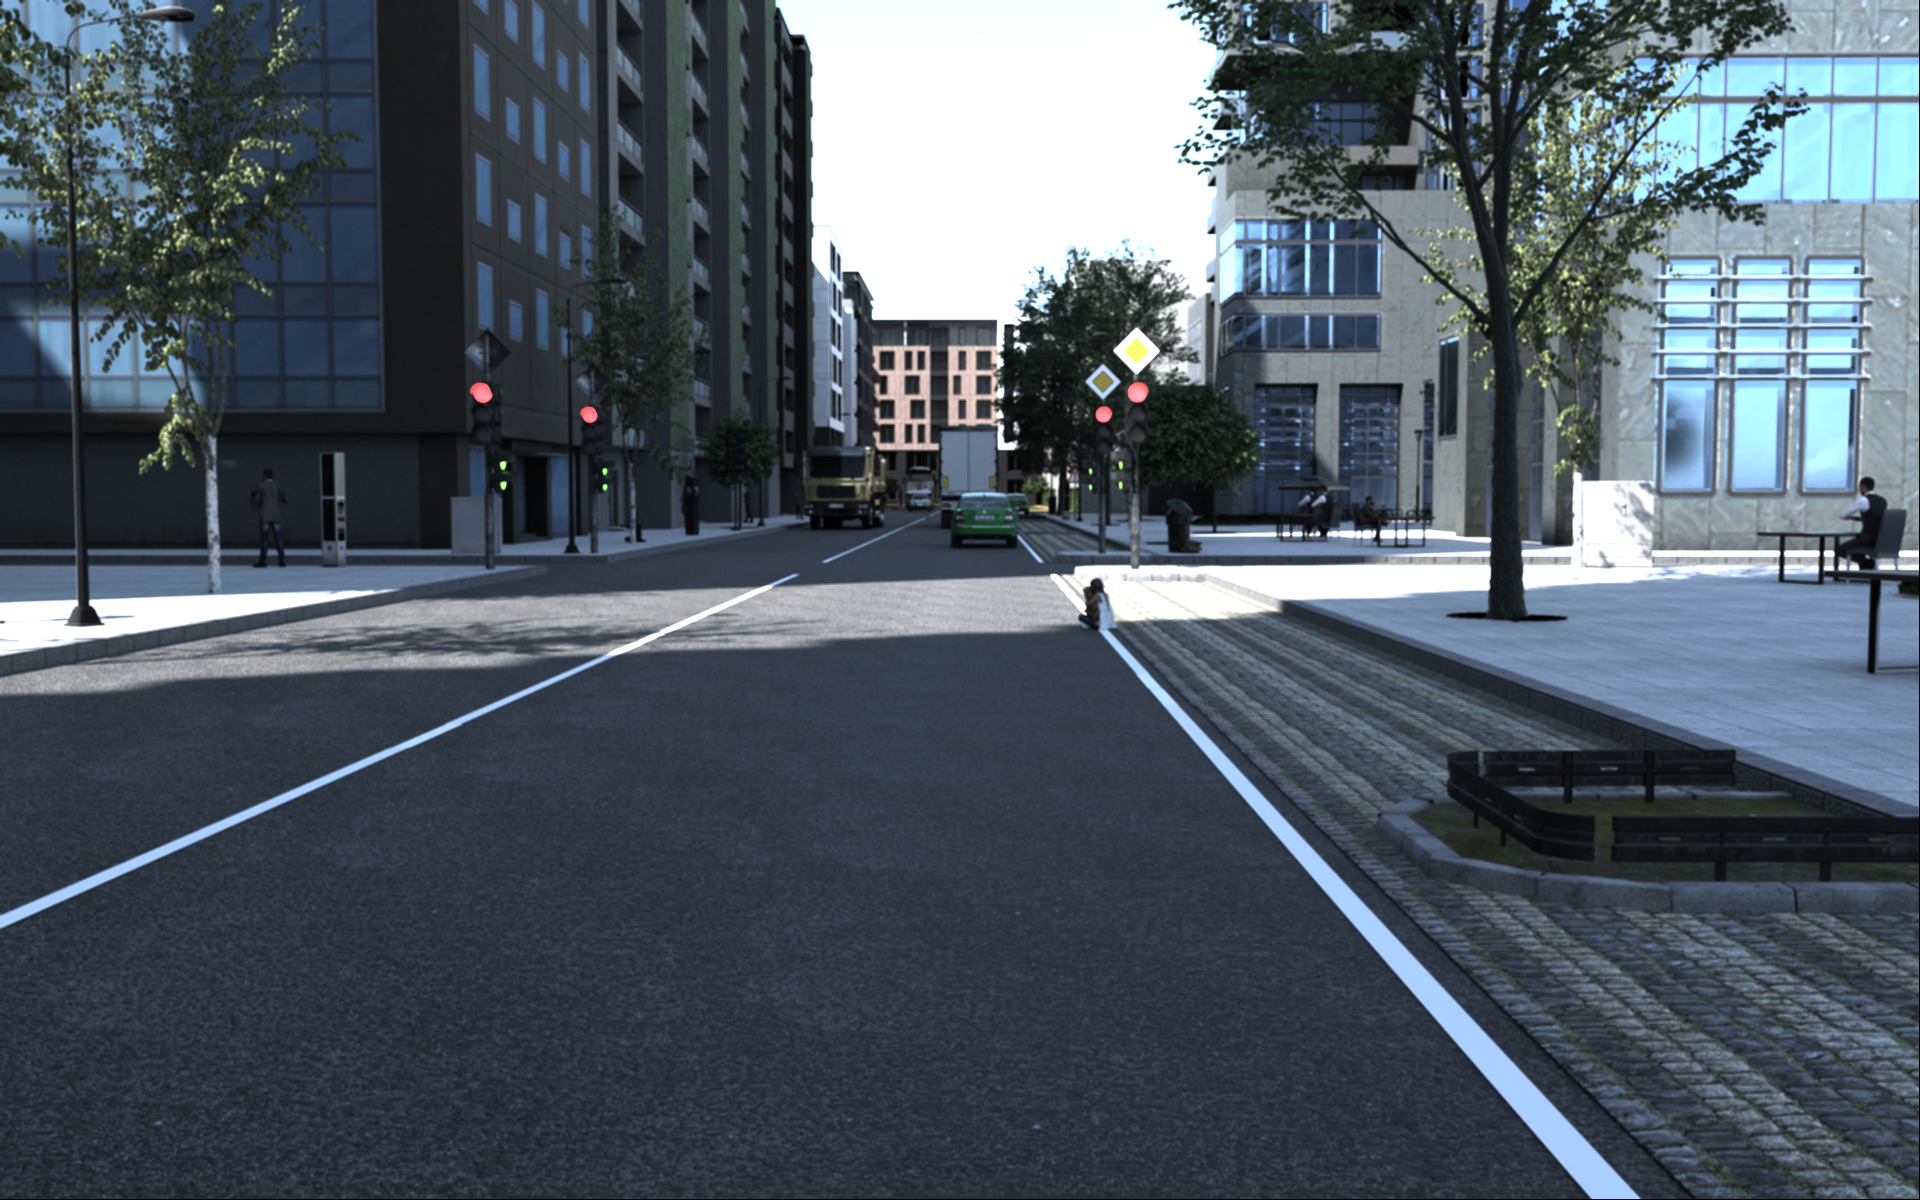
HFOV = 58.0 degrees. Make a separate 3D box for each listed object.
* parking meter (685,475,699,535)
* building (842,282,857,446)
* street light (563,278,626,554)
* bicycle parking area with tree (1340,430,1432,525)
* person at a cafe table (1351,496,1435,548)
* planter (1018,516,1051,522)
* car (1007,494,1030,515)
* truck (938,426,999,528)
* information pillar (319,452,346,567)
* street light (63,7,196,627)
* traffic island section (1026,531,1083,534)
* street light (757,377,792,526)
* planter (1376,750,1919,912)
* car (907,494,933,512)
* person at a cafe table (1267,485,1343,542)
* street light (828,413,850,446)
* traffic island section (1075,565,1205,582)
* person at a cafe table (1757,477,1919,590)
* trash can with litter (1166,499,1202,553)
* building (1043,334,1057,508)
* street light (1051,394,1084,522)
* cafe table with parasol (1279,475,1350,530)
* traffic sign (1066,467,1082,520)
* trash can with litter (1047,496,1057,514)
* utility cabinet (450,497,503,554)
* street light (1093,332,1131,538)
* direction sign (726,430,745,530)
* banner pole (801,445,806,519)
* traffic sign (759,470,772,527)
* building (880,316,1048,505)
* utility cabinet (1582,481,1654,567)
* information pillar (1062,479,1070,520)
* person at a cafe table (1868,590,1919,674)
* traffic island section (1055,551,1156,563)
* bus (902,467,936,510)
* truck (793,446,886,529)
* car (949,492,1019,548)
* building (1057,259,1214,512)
[{"bbox_3d":[-8.356,-2.957,54.063,0.399,1.863,0.255,2,4,30],"label":"parking meter"},{"bbox_3d":[-17.005,-18.105,152.429,16.016,20.091,11.380,0,4,1],"label":"building"},{"bbox_3d":[-7.864,-3.962,37.318,1.470,5.913,1.316,0,4,1],"label":"street light"},{"bbox_3d":[21.409,-5.391,75.150,9.016,4.147,8.231,0,4,-3],"label":"bicycle parking area with tree"},{"bbox_3d":[10.420,-1.918,42.220,1.726,1.238,1.698,3,4,38],"label":"person at a cafe table"},{"bbox_3d":[3.693,-4.167,89.276,1.991,0.319,1.994,0,4,1],"label":"planter"},{"bbox_3d":[3.830,-6.740,119.001,1.959,1.807,4.718,0,4,1],"label":"car"},{"bbox_3d":[0.387,-5.365,76.633,2.839,4.237,11.283,0,4,0],"label":"truck"},{"bbox_3d":[-11.009,-1.586,30.416,0.304,2.012,0.304,1,4,11],"label":"information pillar"},{"bbox_3d":[-7.996,-2.700,16.688,1.470,5.913,1.316,0,4,1],"label":"street light"},{"bbox_3d":[3.367,-2.399,62.094,1.991,0.108,1.994,0,4,1],"label":"traffic island section"},{"bbox_3d":[-7.360,-5.880,68.686,1.470,5.913,1.316,0,4,1],"label":"street light"},{"bbox_3d":[2.737,0.872,6.879,1.991,0.319,1.994,0,4,1],"label":"planter"},{"bbox_3d":[-3.258,-7.956,141.883,2.131,1.459,4.920,0,4,-1],"label":"car"},{"bbox_3d":[9.572,-2.347,46.881,1.698,1.524,1.622,-3,5,-43],"label":"person at a cafe table"},{"bbox_3d":[-7.022,-7.773,99.629,1.470,5.913,1.316,0,4,1],"label":"street light"},{"bbox_3d":[2.999,-0.438,29.447,2.009,0.180,2.903,0,4,1],"label":"traffic island section"},{"bbox_3d":[12.692,-0.993,24.758,1.698,1.524,1.622,-1,4,-19],"label":"person at a cafe table"},{"bbox_3d":[4.952,-1.620,37.874,0.624,1.170,1.055,-2,4,-24],"label":"trash can with litter"},{"bbox_3d":[17.118,-18.601,170.581,16.747,18.905,31.486,0,4,1],"label":"building"},{"bbox_3d":[5.051,-6.619,80.763,1.470,5.913,1.316,0,4,1],"label":"street light"},{"bbox_3d":[12.789,-3.529,62.563,2.610,1.966,2.610,0,4,3],"label":"cafe table with parasol"},{"bbox_3d":[5.587,-5.144,84.110,0.884,2.594,0.081,0,4,4],"label":"traffic sign"},{"bbox_3d":[5.728,-5.951,108.683,0.624,1.170,1.055,0,4,-3],"label":"trash can with litter"},{"bbox_3d":[-10.328,-1.581,37.015,1.020,1.237,0.306,0,4,-3],"label":"utility cabinet"},{"bbox_3d":[4.524,-4.733,49.922,1.470,5.913,1.316,0,4,1],"label":"street light"},{"bbox_3d":[-7.915,-4.225,61.079,0.876,3.537,0.379,2,4,34],"label":"direction sign"},{"bbox_3d":[-7.928,-5.985,87.873,0.401,3.779,0.863,1,4,14],"label":"banner pole"},{"bbox_3d":[-7.687,-4.114,67.368,0.768,2.556,0.104,0,4,2],"label":"traffic sign"},{"bbox_3d":[2.340,-22.555,212.745,32.646,21.610,27.936,0,4,1],"label":"building"},{"bbox_3d":[11.369,-1.305,30.017,1.173,1.500,0.318,1,4,9],"label":"utility cabinet"},{"bbox_3d":[5.277,-4.996,86.184,0.304,2.012,0.304,-1,4,-11],"label":"information pillar"},{"bbox_3d":[7.329,-0.217,12.060,1.622,1.524,1.698,-1,4,-17],"label":"person at a cafe table"},{"bbox_3d":[3.091,-0.927,37.431,2.009,0.180,2.903,0,4,1],"label":"traffic island section"},{"bbox_3d":[-3.628,-10.242,159.004,2.896,3.916,12.252,0,4,0],"label":"bus"},{"bbox_3d":[-4.740,-4.673,72.324,3.469,3.379,9.791,0,4,2],"label":"truck"},{"bbox_3d":[0.669,-2.377,47.662,1.959,1.807,4.718,0,4,1],"label":"car"},{"bbox_3d":[17.098,-16.679,139.152,16.747,18.905,31.486,0,4,1],"label":"building"}]
